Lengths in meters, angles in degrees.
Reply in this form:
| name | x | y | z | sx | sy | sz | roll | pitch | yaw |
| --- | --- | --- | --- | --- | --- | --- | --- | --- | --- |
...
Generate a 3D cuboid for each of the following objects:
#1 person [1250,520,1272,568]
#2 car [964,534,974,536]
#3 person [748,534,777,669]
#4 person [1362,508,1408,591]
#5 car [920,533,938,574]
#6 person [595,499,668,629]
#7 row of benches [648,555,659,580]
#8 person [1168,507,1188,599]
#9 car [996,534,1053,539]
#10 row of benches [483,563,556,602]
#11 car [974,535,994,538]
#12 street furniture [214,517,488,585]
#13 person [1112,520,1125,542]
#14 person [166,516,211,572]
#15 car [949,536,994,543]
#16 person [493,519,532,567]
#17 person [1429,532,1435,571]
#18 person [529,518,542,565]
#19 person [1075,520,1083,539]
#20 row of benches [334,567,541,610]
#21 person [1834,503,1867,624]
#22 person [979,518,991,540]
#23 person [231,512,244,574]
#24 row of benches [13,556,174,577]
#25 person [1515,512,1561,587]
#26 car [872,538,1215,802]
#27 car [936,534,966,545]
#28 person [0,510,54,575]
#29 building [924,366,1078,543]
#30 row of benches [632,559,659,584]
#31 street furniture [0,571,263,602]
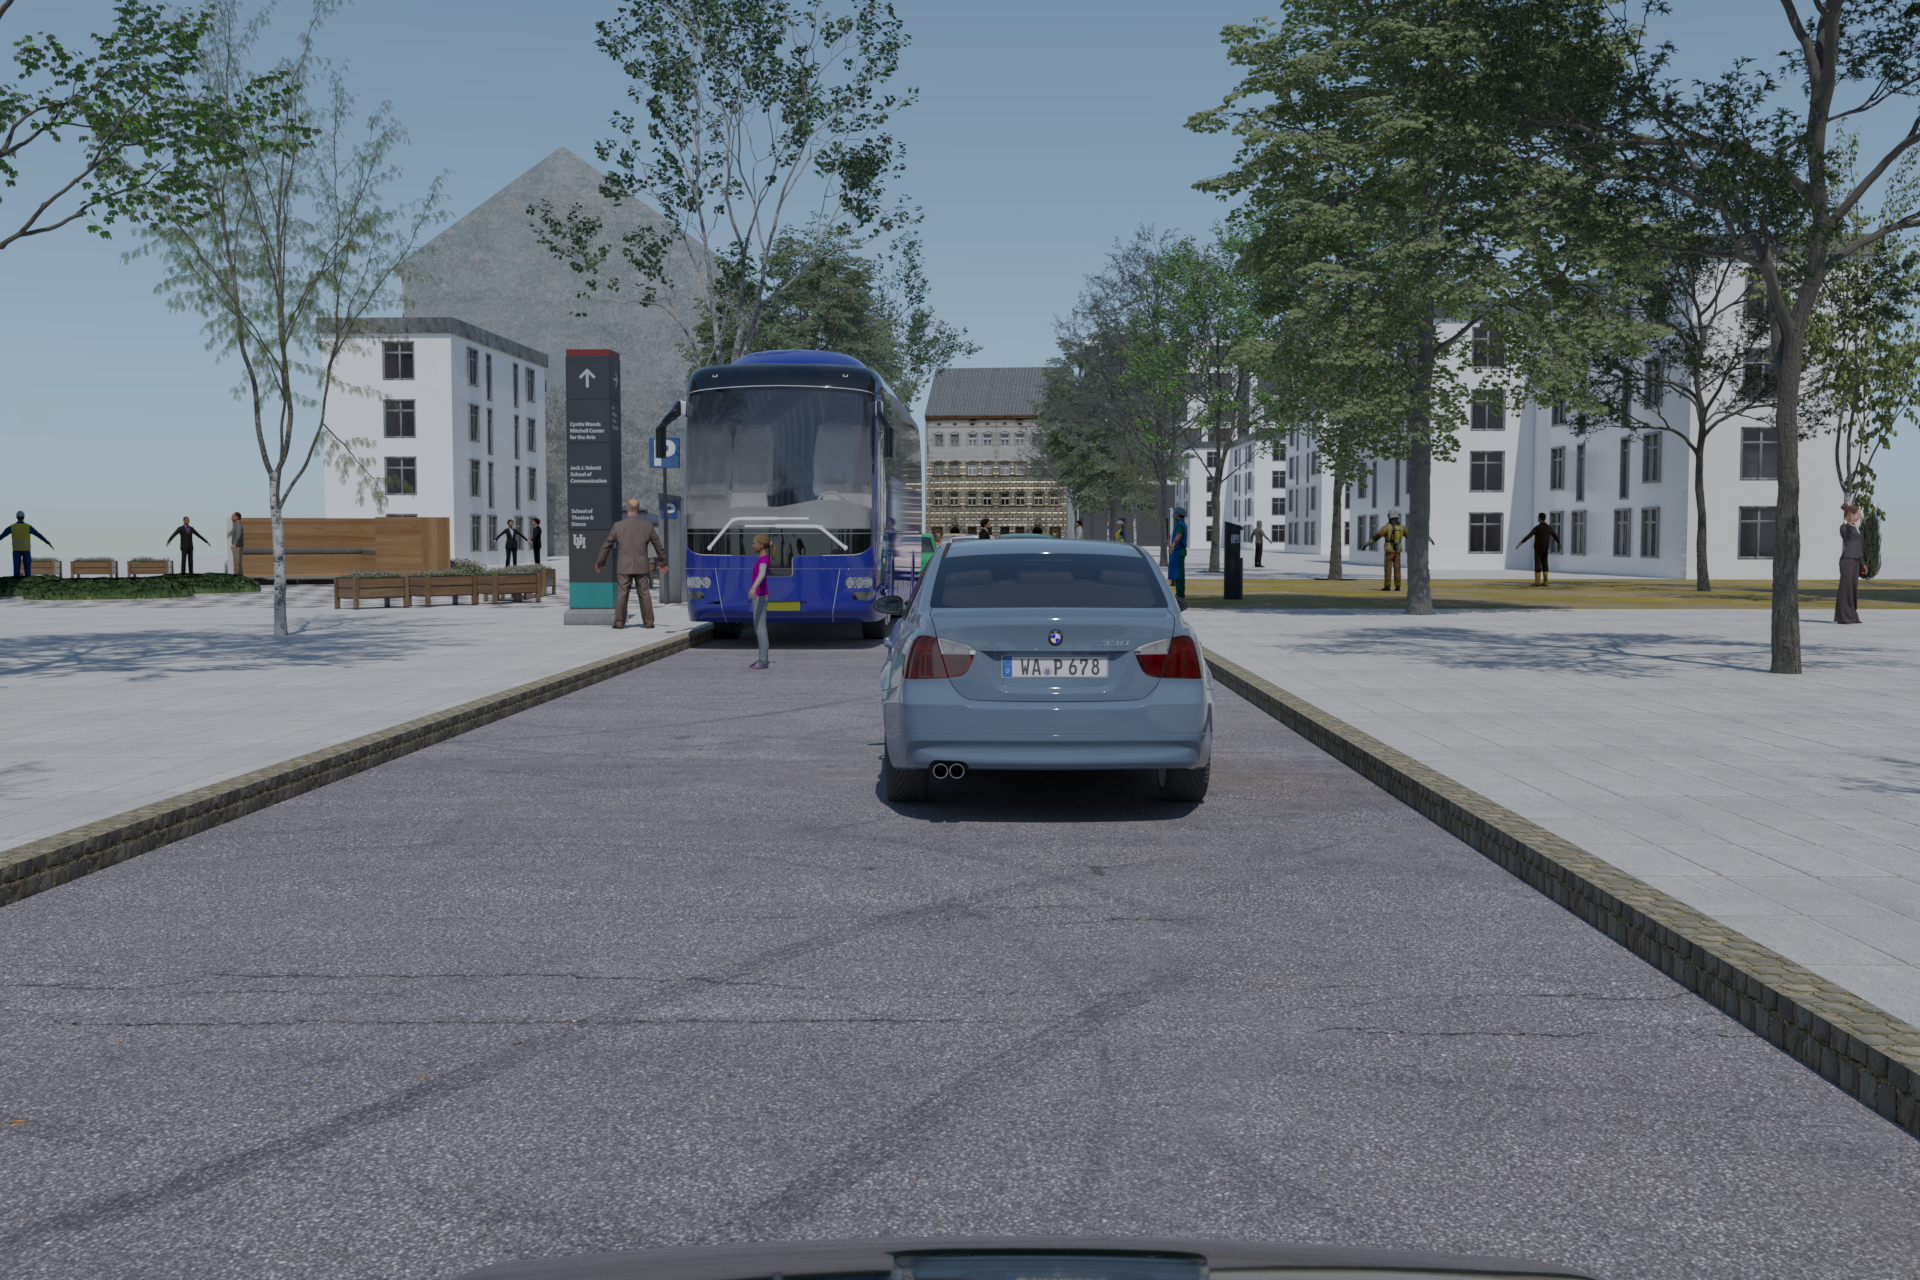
| name | x | y | z | sx | sy | sz | roll | pitch | yaw |
| --- | --- | --- | --- | --- | --- | --- | --- | --- | --- |
| person | 11.494 | -3.690 | 66.456 | 0.705 | 1.813 | 1.348 | -2 | 4 | -25 |
| car | 0.443 | -6.004 | 110.173 | 2.014 | 1.417 | 4.499 | 0 | 4 | 1 |
| person | -2.183 | -0.411 | 18.443 | 0.599 | 1.433 | 0.991 | 0 | 4 | -5 |
| person | 9.727 | -2.031 | 38.972 | 1.354 | 1.858 | 0.705 | -1 | 4 | -9 |
| car | -1.335 | -2.215 | 45.011 | 1.959 | 1.807 | 4.718 | 0 | 4 | 1 |
| person | -4.457 | -1.033 | 23.492 | 0.990 | 1.755 | 0.434 | -1 | 4 | -15 |
| row of benches | -8.275 | -2.037 | 48.764 | 1.422 | 0.672 | 4.104 | -1 | 4 | -21 |
| person | 4.268 | -1.703 | 33.963 | 0.704 | 1.817 | 1.347 | 1 | 4 | 13 |
| car | 1.426 | -1.609 | 38.109 | 2.131 | 1.459 | 4.920 | 0 | 4 | 0 |
| row of benches | -8.803 | -1.186 | 34.862 | 1.422 | 0.672 | 4.104 | 0 | 4 | -2 |
| car | 1.256 | -5.271 | 98.542 | 2.083 | 1.381 | 4.827 | 0 | 4 | 1 |
| street furniture | -15.891 | -2.522 | 48.082 | 9.812 | 1.723 | 11.010 | -2 | 4 | -27 |
| person | 5.600 | -3.376 | 61.668 | 0.721 | 1.772 | 1.216 | -1 | 4 | -13 |
| person | -22.888 | -2.758 | 51.310 | 0.704 | 1.802 | 1.346 | 3 | 4 | 39 |
| car | 0.379 | -2.371 | 51.126 | 2.083 | 1.381 | 4.827 | 0 | 4 | 0 |
| person | -13.853 | -2.864 | 53.547 | 1.216 | 1.740 | 0.721 | -2 | 4 | -30 |
| person | 16.057 | -3.308 | 59.862 | 0.705 | 1.856 | 1.354 | 0 | 4 | -6 |
| person | -13.933 | -3.102 | 56.908 | 0.705 | 1.806 | 1.347 | 0 | 4 | -3 |
| person | 4.511 | -3.668 | 66.164 | 0.705 | 1.806 | 1.347 | 0 | 4 | 4 |
| row of benches | -9.338 | -0.948 | 30.959 | 1.422 | 0.672 | 4.104 | 3 | 4 | 37 |
| person | 12.664 | -1.082 | 24.530 | 0.445 | 1.727 | 0.742 | 1 | 4 | 16 |
| person | 0.640 | -2.012 | 41.533 | 0.705 | 1.806 | 1.347 | 0 | 4 | 7 |
| person | -16.771 | -2.072 | 40.147 | 0.705 | 1.796 | 1.348 | -1 | 4 | -22 |
| row of benches | -23.876 | -1.966 | 47.602 | 4.104 | 0.672 | 1.422 | -1 | 4 | -11 |
| person | 14.232 | -2.221 | 42.459 | 1.346 | 1.812 | 0.704 | -1 | 4 | -21 |
| car | 0.451 | 0.088 | 10.566 | 2.014 | 1.417 | 4.499 | 0 | 4 | 0 |
| car | -0.295 | -4.812 | 88.905 | 2.015 | 1.641 | 3.980 | 0 | 4 | 1 |
| person | -22.012 | -2.120 | 40.627 | 1.349 | 1.833 | 0.705 | -2 | 4 | -25 |
| building | 5.798 | -24.072 | 226.965 | 18.063 | 23.208 | 19.493 | 0 | 4 | 8 |
| row of benches | -7.750 | -1.759 | 44.218 | 4.104 | 0.672 | 1.422 | -2 | 4 | -32 |
| street furniture | -19.098 | -1.150 | 34.437 | 10.072 | 0.657 | 5.734 | -2 | 4 | -29 |
